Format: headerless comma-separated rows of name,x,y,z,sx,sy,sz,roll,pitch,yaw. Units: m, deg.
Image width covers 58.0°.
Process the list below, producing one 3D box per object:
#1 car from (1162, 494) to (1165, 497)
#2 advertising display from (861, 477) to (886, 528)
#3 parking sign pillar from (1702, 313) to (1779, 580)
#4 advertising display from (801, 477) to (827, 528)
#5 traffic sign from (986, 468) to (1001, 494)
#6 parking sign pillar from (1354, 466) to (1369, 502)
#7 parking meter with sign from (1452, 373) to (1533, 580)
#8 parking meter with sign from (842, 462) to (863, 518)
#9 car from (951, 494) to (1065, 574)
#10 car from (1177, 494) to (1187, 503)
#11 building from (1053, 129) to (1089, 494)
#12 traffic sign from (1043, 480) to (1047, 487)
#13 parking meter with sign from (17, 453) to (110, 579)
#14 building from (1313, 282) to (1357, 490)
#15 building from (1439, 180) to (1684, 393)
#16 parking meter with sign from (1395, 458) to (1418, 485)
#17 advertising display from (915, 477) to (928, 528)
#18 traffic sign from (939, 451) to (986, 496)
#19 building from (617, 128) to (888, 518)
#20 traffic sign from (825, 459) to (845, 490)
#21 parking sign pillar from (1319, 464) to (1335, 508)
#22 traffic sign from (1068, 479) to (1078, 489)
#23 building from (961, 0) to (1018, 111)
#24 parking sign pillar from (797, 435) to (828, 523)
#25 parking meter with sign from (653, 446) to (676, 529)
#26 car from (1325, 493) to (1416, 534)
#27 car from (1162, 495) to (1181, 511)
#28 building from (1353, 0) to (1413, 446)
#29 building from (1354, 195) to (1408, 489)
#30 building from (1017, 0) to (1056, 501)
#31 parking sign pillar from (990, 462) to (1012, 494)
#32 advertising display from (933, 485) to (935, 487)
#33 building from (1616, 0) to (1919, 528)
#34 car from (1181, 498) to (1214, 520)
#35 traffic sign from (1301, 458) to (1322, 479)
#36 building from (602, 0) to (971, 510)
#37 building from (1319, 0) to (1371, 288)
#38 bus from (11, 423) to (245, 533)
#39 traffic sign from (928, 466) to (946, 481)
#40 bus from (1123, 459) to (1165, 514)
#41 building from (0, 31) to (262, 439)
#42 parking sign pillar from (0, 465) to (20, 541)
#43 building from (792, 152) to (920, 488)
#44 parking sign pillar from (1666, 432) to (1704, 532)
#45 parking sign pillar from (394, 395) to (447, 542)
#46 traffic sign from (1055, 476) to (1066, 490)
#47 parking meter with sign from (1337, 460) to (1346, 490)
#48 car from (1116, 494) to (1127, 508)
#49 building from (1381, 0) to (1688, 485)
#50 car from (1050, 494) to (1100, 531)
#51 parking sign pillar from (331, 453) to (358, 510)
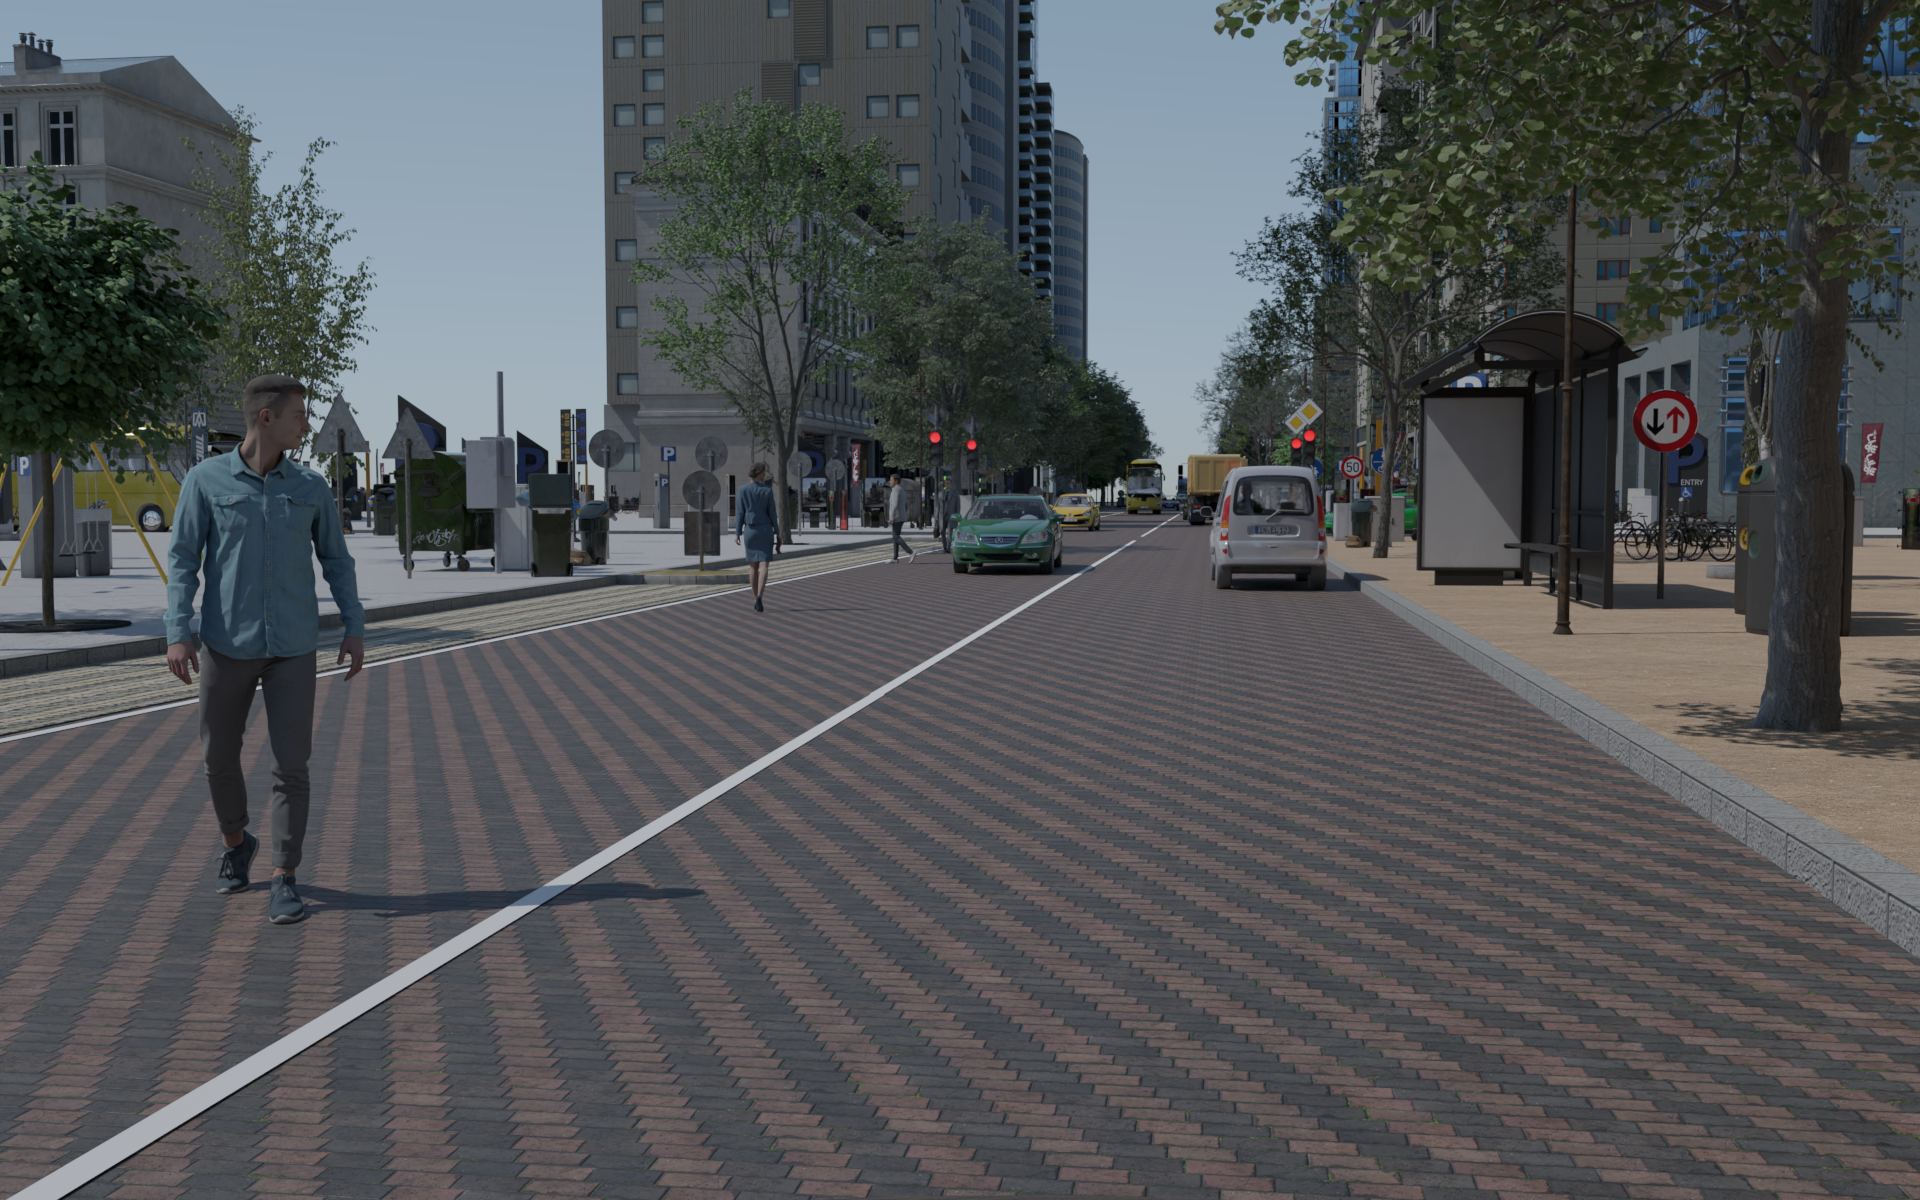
car,31.737,-16.072,272.994,2.015,1.641,3.980,0,4,7
advertising display,-3.232,-3.695,65.621,0.974,1.923,0.123,-2,4,-33
parking sign pillar,12.138,-2.310,26.238,1.447,3.967,1.447,1,4,21
advertising display,-5.505,-3.689,65.522,0.974,1.923,0.123,0,4,-6
traffic sign,1.573,-5.093,83.369,0.768,2.556,0.104,1,4,9
parking sign pillar,28.147,-8.181,122.226,1.447,3.967,1.447,3,5,43
parking meter with sign,7.984,-1.807,25.808,0.543,3.016,1.738,3,5,44
parking meter with sign,-5.556,-5.969,93.849,1.738,3.016,0.543,-2,4,-23
car,0.951,-1.281,32.737,2.131,1.459,4.920,0,4,6
car,33.567,-15.391,261.870,2.015,1.641,3.980,1,4,9
building,8.896,-44.890,275.951,21.231,58.520,28.212,1,4,8
traffic sign,5.763,-7.547,123.393,0.884,2.594,0.081,1,4,14
parking meter with sign,-13.981,-1.852,26.538,0.543,3.016,1.738,2,4,31
building,57.975,-29.273,250.308,14.160,30.474,14.107,1,4,8
building,47.817,-16.508,114.947,27.650,21.520,28.899,1,4,8
parking meter with sign,21.726,-5.430,85.049,0.543,3.016,1.738,-3,5,-44
advertising display,-1.493,-3.763,66.731,0.123,1.923,0.974,-2,4,-24
traffic sign,0.116,-5.366,81.615,2.265,3.308,0.079,1,4,13
building,-12.675,-14.813,93.107,10.553,20.767,40.483,1,4,8
traffic sign,-4.575,-3.867,63.325,0.768,2.556,0.104,1,4,14
parking sign pillar,19.210,-6.331,91.979,1.447,3.967,1.447,0,4,3
traffic sign,8.721,-8.094,133.528,0.795,2.450,0.064,1,4,15
building,-6.085,-38.928,178.467,21.231,58.520,28.212,1,4,8
parking sign pillar,-6.685,-5.502,78.433,1.447,3.967,1.447,-1,4,-11
parking meter with sign,-11.019,-4.156,64.211,0.543,3.016,1.738,-2,4,-25
car,13.640,-2.775,54.159,4.718,1.807,1.959,1,4,9
car,18.114,-8.390,149.751,1.945,1.354,3.894,0,4,7
building,56.115,-36.093,179.361,28.713,52.752,27.495,1,4,8
building,44.638,-23.746,159.945,14.160,30.474,14.107,1,4,8
building,3.068,-57.084,245.999,22.319,86.520,31.000,1,4,8
parking sign pillar,2.310,-6.636,96.969,1.447,3.967,1.447,3,5,45
advertising display,-1.628,-7.341,125.237,0.123,1.923,0.974,2,4,34
building,45.136,-46.483,72.664,31.000,86.520,22.319,1,4,8
car,13.282,-5.299,96.425,2.009,1.686,4.222,1,4,8
traffic sign,12.402,-3.727,61.038,0.768,2.556,0.104,1,4,9
building,-13.777,-34.383,151.404,28.713,52.752,27.495,1,4,8
building,65.237,-58.570,270.290,22.319,86.520,31.000,1,4,8
bus,-30.747,-4.255,61.114,12.252,3.916,2.896,1,4,10
traffic sign,-0.976,-4.301,70.323,0.884,2.594,0.081,1,4,16
bus,13.430,-8.211,125.799,2.896,3.916,12.252,0,4,7
building,-54.321,-16.287,85.379,34.723,24.649,14.460,1,4,8
parking sign pillar,-26.509,-3.626,47.751,1.447,3.967,1.447,-1,4,-19
building,-10.204,-17.822,121.072,12.332,23.373,15.834,1,4,8
parking sign pillar,23.971,-4.201,57.152,1.447,3.967,1.447,1,4,18
parking sign pillar,-14.602,-3.576,46.933,1.447,3.967,1.447,0,4,4
traffic sign,7.105,-7.484,122.463,0.768,2.556,0.104,1,4,10
parking meter with sign,19.829,-5.662,88.839,0.543,3.016,1.738,0,4,-4
car,15.765,-9.475,163.718,1.959,1.807,4.718,1,4,9
building,46.138,-42.980,140.974,20.563,71.187,20.611,1,4,8
car,4.504,-3.513,67.661,2.015,1.641,3.980,1,4,10
parking sign pillar,-31.187,-6.072,87.746,1.447,3.967,1.447,1,4,17
